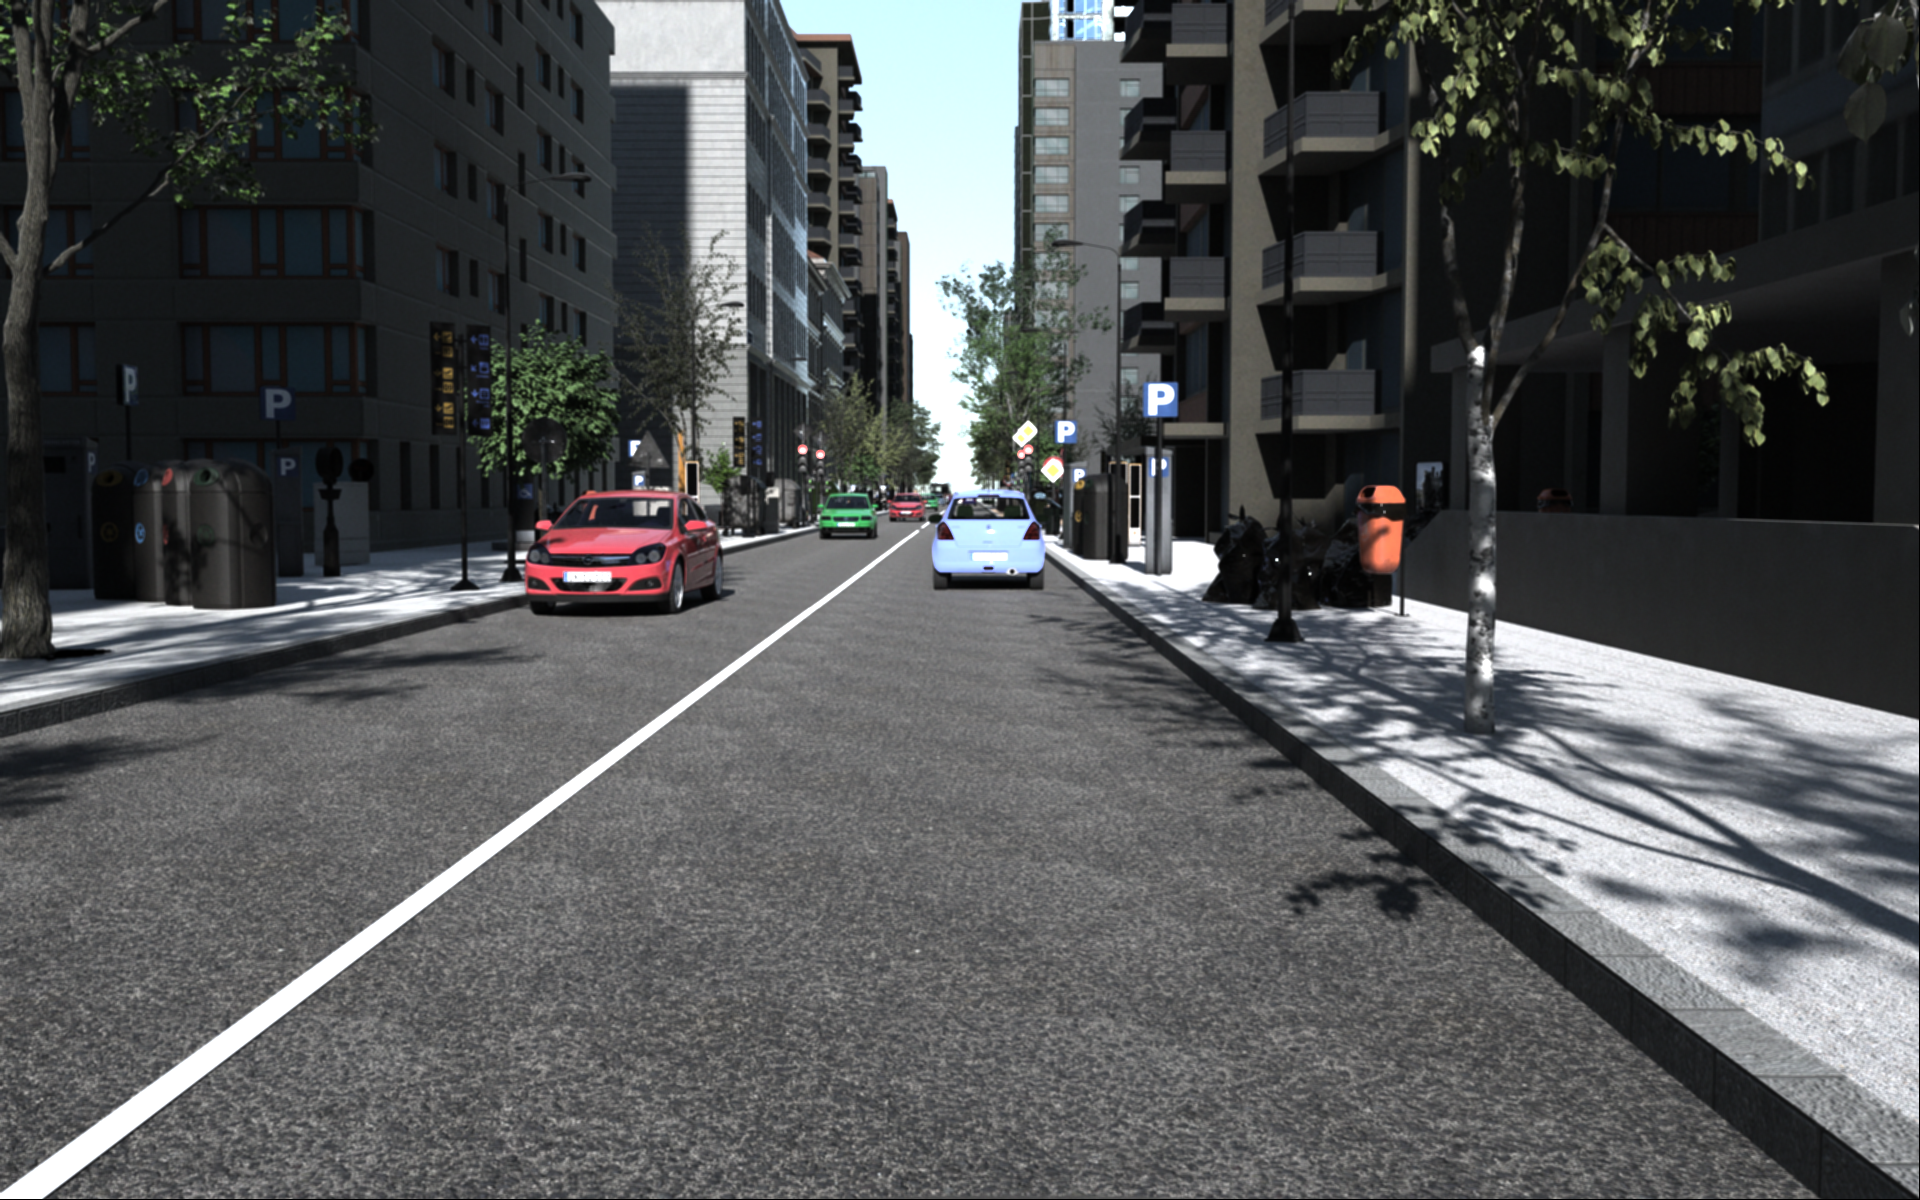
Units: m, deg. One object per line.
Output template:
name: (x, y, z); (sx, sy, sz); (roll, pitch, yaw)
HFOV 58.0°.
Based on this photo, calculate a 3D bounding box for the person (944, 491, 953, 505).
person: (-1.048, -9.813, 169.619); (1.217, 1.739, 0.721); (-2, 4, -33)

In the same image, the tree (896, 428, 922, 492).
tree: (-6.267, -11.512, 138.581); (4.737, 8.622, 4.395); (0, 3, 0)

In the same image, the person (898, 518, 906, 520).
person: (-3.166, -5.022, 94.884); (0.640, 1.303, 0.475); (2, 4, 35)

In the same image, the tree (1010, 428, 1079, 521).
tree: (4.224, -6.109, 83.603); (4.285, 4.588, 4.351); (0, 3, 0)

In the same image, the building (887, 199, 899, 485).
building: (-20.187, -36.409, 249.908); (22.147, 44.769, 28.867); (0, 4, 0)

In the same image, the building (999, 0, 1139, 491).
building: (18.020, -59.883, 291.764); (22.319, 86.520, 31.000); (0, 4, 0)

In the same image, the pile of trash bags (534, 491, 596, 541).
pile of trash bags: (-10.216, -2.215, 45.974); (1.912, 1.369, 3.447); (-2, 4, -30)

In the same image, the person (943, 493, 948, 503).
person: (-1.854, -12.970, 222.029); (0.593, 1.643, 0.415); (-3, 5, -44)

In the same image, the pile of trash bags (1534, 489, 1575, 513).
pile of trash bags: (8.657, -1.182, 29.071); (3.447, 1.369, 1.912); (-1, 4, -10)

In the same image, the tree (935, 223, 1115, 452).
tree: (4.459, -16.272, 121.934); (12.611, 20.169, 13.585); (0, 3, 0)

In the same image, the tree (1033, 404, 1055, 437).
tree: (7.424, -11.317, 135.389); (4.360, 8.622, 3.978); (0, 3, 0)

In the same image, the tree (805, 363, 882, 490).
tree: (-6.683, -8.964, 96.918); (4.360, 8.622, 3.978); (0, 3, 0)

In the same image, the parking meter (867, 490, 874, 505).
parking meter: (-5.813, -6.398, 113.014); (0.372, 1.533, 0.369); (0, 3, 0)

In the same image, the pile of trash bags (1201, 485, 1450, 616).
pile of trash bags: (4.109, -0.598, 19.535); (1.912, 1.369, 3.447); (-1, 4, -13)

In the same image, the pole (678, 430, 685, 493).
pole: (-8.854, -3.749, 55.144); (0.158, 3.312, 0.155); (0, 3, 0)

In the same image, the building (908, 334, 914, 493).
building: (-15.330, -32.369, 300.932); (14.160, 30.474, 14.107); (0, 4, 0)

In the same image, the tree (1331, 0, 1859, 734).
tree: (2.788, -3.576, 8.833); (4.737, 8.622, 4.395); (0, 3, 0)

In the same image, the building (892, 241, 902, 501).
building: (-16.396, -35.983, 271.920); (14.154, 41.232, 14.086); (0, 4, 0)

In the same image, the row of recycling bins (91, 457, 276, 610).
row of recycling bins: (-9.205, -0.820, 20.520); (3.534, 1.692, 1.069); (3, 5, 42)

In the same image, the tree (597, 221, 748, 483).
tree: (-7.420, -5.850, 46.006); (4.360, 8.622, 3.978); (0, 3, 0)

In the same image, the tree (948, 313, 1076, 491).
tree: (3.154, -10.644, 99.782); (9.928, 11.665, 9.643); (0, 3, 0)

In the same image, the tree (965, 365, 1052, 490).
tree: (4.309, -14.195, 150.221); (7.486, 12.596, 7.792); (0, 3, 0)

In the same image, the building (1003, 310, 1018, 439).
building: (13.721, -30.537, 270.980); (14.160, 30.474, 14.107); (0, 4, 0)

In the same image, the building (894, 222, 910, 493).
building: (-15.343, -38.887, 285.907); (14.600, 45.320, 14.200); (0, 4, 0)

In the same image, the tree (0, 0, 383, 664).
tree: (-7.189, -5.353, 13.283); (9.928, 11.665, 9.643); (0, 3, 0)

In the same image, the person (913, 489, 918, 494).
person: (-3.822, -8.521, 147.794); (0.580, 1.828, 0.573); (2, 4, 28)

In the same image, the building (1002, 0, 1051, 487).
building: (16.705, -49.768, 251.961); (20.563, 71.187, 20.611); (0, 4, 0)

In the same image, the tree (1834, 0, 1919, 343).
tree: (2.710, -3.180, 2.358); (4.360, 8.622, 3.978); (0, 3, 0)

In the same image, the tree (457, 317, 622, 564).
tree: (-7.817, -2.983, 32.491); (4.285, 4.588, 4.351); (0, 3, 0)

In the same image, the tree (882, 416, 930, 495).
tree: (-5.963, -13.039, 163.554); (4.360, 8.622, 3.978); (0, 3, 0)

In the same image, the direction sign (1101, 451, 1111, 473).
direction sign: (7.645, -6.037, 90.707); (0.379, 3.537, 0.876); (-2, 4, -31)

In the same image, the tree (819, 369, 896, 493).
tree: (-6.667, -9.312, 102.620); (4.737, 8.622, 4.395); (0, 3, 0)

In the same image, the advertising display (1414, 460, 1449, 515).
advertising display: (8.945, -1.693, 32.895); (0.123, 1.923, 0.974); (-1, 4, -18)

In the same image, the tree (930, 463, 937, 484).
tree: (-5.746, -14.789, 192.166); (4.360, 8.622, 3.978); (0, 3, 0)

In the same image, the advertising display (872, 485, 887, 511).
advertising display: (-6.047, -7.693, 130.991); (0.974, 1.923, 0.123); (0, 4, 6)

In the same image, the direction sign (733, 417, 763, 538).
direction sign: (-6.238, -3.609, 51.004); (0.876, 3.537, 0.379); (-1, 4, -22)

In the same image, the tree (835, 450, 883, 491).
tree: (-7.062, -8.401, 121.062); (4.285, 4.588, 4.351); (0, 3, 0)

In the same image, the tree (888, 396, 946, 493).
tree: (-6.907, -19.455, 224.744); (9.857, 13.997, 8.962); (0, 3, 0)

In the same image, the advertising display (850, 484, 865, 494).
advertising display: (-6.548, -6.438, 110.477); (0.974, 1.923, 0.123); (0, 4, 5)

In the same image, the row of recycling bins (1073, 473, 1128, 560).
row of recycling bins: (2.893, -1.724, 35.307); (1.069, 1.692, 3.534); (0, 3, 0)

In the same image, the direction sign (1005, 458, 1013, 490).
direction sign: (3.265, -7.129, 108.548); (0.876, 3.537, 0.379); (1, 4, 8)

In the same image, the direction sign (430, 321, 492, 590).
direction sign: (-6.637, -1.903, 23.115); (0.379, 3.537, 0.876); (3, 5, 44)
